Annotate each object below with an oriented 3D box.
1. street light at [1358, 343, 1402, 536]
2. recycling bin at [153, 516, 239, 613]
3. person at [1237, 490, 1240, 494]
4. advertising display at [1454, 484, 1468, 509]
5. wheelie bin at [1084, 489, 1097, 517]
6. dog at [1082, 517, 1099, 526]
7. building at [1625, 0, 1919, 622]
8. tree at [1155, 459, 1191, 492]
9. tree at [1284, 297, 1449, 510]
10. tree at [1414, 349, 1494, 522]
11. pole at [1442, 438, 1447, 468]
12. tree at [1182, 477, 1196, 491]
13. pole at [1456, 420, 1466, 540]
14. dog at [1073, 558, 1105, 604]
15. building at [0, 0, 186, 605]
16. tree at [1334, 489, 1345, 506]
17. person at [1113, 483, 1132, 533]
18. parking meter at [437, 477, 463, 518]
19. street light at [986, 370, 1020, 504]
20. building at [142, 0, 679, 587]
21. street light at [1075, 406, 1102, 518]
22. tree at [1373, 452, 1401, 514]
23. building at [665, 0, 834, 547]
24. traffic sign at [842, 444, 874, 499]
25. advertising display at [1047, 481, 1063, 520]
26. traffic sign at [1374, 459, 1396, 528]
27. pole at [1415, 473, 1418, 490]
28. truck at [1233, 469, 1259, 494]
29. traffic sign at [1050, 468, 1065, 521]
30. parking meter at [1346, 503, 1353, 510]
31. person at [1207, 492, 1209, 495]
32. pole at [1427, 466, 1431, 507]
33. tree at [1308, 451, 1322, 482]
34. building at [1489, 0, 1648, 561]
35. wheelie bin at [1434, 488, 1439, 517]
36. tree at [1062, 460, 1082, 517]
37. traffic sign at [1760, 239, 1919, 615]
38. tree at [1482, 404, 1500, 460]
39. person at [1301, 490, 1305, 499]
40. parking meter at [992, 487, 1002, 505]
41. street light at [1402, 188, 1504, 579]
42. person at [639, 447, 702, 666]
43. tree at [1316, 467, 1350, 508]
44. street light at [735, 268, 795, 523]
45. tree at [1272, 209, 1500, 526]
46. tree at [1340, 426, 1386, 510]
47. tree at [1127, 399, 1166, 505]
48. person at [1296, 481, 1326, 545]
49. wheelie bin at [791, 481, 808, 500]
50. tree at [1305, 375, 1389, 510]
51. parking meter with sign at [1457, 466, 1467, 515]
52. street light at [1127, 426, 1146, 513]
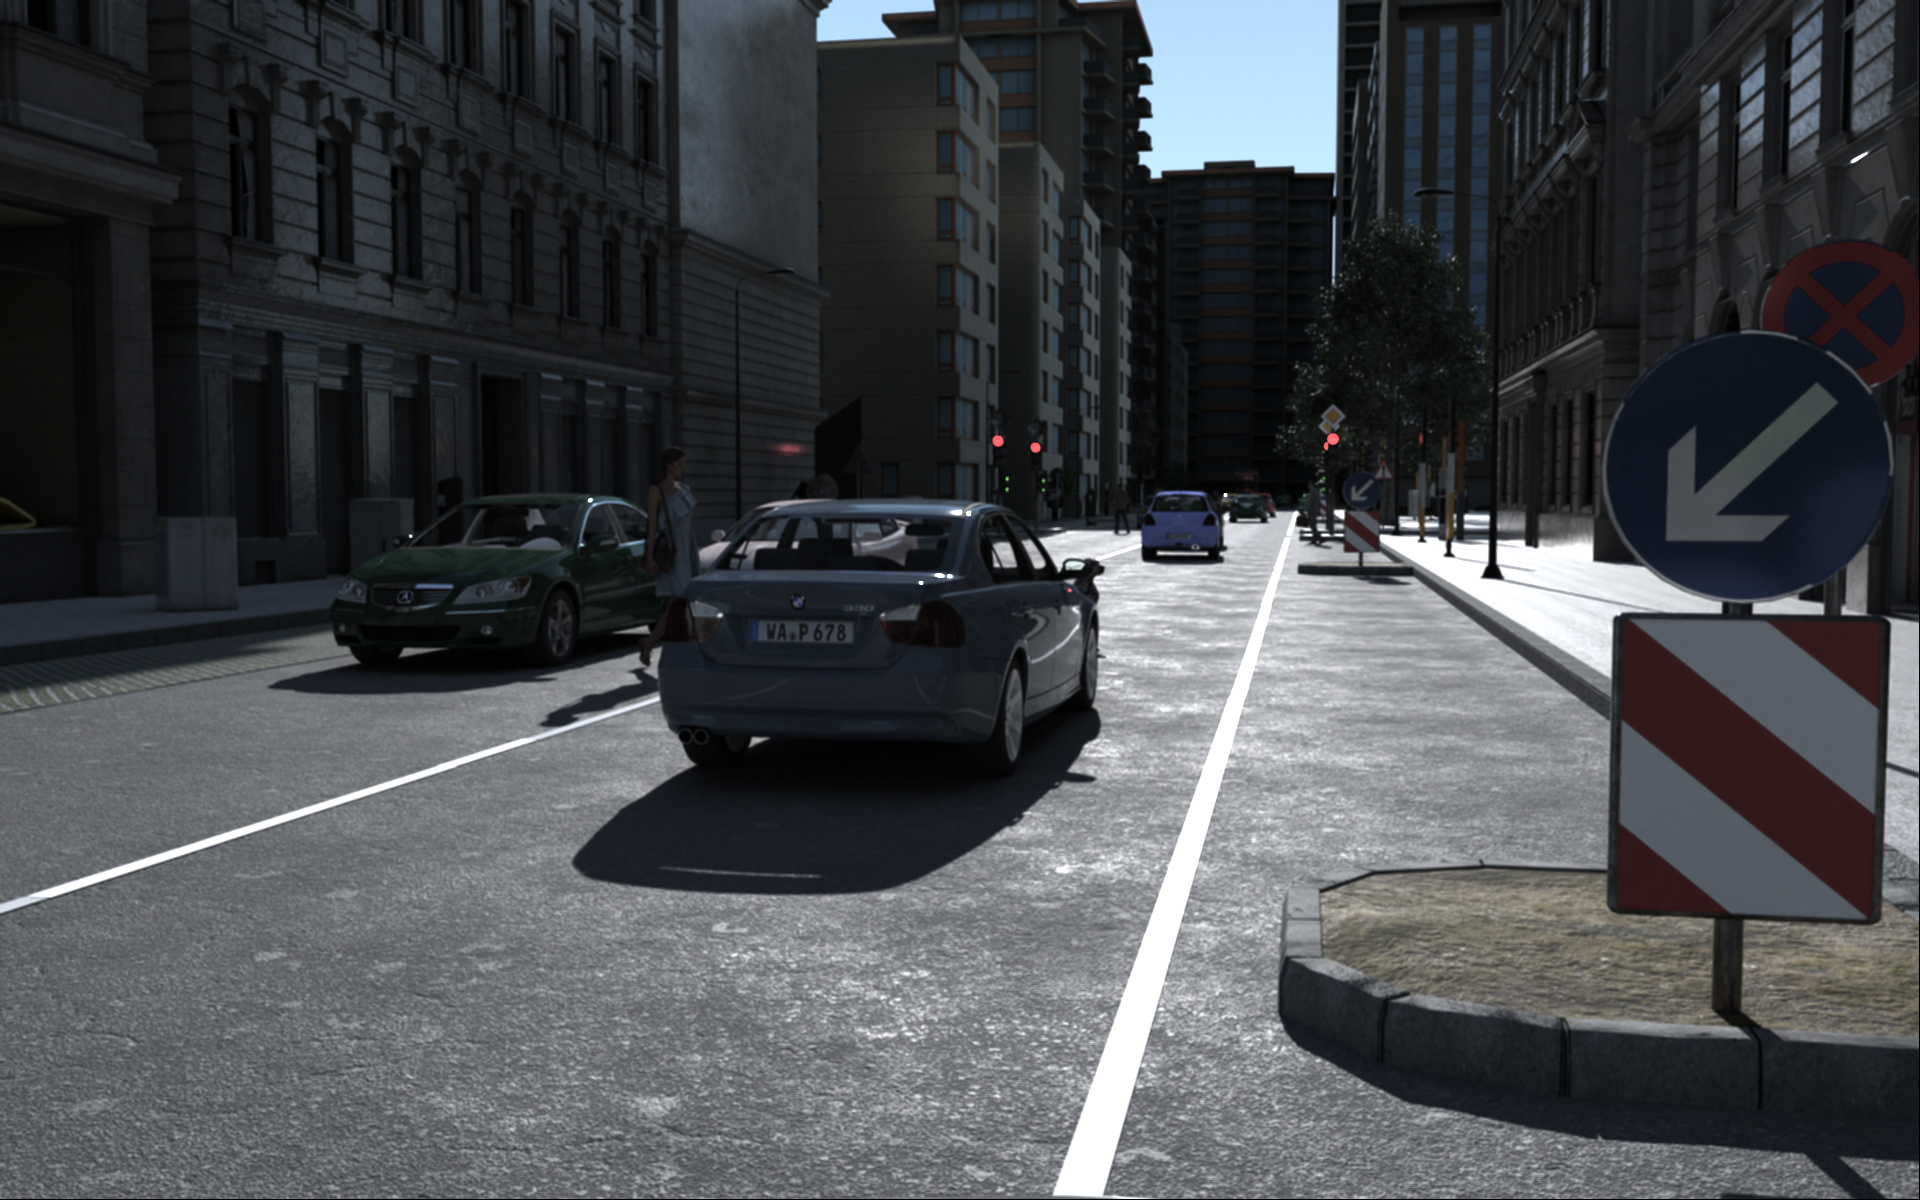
[{"bbox_3d":[12.903,-4.933,53.199,1.470,5.913,1.316,1,4,11],"label":"street light"},{"bbox_3d":[-8.470,-0.406,19.199,0.722,1.027,0.722,-3,4,-36],"label":"recycling bin"},{"bbox_3d":[28.192,-10.182,175.115,0.705,1.807,1.348,0,4,1],"label":"person"},{"bbox_3d":[33.471,-6.770,115.897,0.974,1.923,0.123,2,4,34],"label":"advertising display"},{"bbox_3d":[7.460,-5.555,98.739,0.693,1.594,0.980,-1,4,-11],"label":"wheelie bin"},{"bbox_3d":[5.862,-3.520,77.745,0.550,0.427,0.748,-2,4,-35],"label":"dog"},{"bbox_3d":[15.739,-10.794,18.287,13.314,21.916,24.055,1,4,11],"label":"building"},{"bbox_3d":[19.787,-10.815,160.538,4.285,4.588,4.351,0,3,0],"label":"tree"},{"bbox_3d":[23.512,-11.417,97.036,12.009,13.543,11.850,0,3,0],"label":"tree"},{"bbox_3d":[22.947,-7.922,79.888,4.737,8.622,4.395,0,3,0],"label":"tree"},{"bbox_3d":[17.479,-4.204,62.577,0.158,3.312,0.155,0,3,0],"label":"pole"},{"bbox_3d":[25.266,-11.908,189.289,1.663,3.219,1.824,0,3,0],"label":"tree"},{"bbox_3d":[13.876,-3.311,47.974,0.158,3.312,0.155,0,3,0],"label":"pole"},{"bbox_3d":[1.179,-0.005,16.918,0.513,0.831,0.800,1,4,8],"label":"dog"},{"bbox_3d":[-18.424,-9.317,3.245,10.553,20.767,40.483,1,4,11],"label":"building"},{"bbox_3d":[41.351,-11.840,188.189,1.663,3.219,1.824,0,3,0],"label":"tree"},{"bbox_3d":[5.917,-3.345,63.102,0.656,1.842,0.836,-2,4,-35],"label":"person"},{"bbox_3d":[-7.585,-1.064,25.807,0.372,1.533,0.369,0,3,0],"label":"parking meter"},{"bbox_3d":[1.552,-5.647,64.867,1.470,5.913,1.316,1,4,11],"label":"street light"},{"bbox_3d":[-12.976,-11.197,32.219,9.793,20.994,18.267,1,4,11],"label":"building"},{"bbox_3d":[6.784,-7.280,91.562,1.470,5.913,1.316,1,4,11],"label":"street light"},{"bbox_3d":[19.320,-5.184,79.353,1.663,3.219,1.824,0,3,0],"label":"tree"},{"bbox_3d":[-21.746,-14.119,49.935,34.723,24.649,14.460,1,4,11],"label":"building"},{"bbox_3d":[-2.665,-2.767,45.245,0.884,2.594,0.081,1,4,17],"label":"traffic sign"},{"bbox_3d":[4.761,-4.994,86.869,0.974,1.923,0.123,3,5,42],"label":"advertising display"},{"bbox_3d":[15.795,-3.953,64.629,0.884,2.594,0.081,1,4,17],"label":"traffic sign"},{"bbox_3d":[30.781,-7.517,116.742,0.158,3.312,0.155,0,3,0],"label":"pole"},{"bbox_3d":[32.494,-12.688,196.361,2.839,4.237,11.283,1,4,11],"label":"truck"},{"bbox_3d":[4.670,-5.086,83.263,0.768,2.556,0.104,1,4,18],"label":"traffic sign"},{"bbox_3d":[25.766,-6.658,114.567,0.399,1.863,0.255,2,4,31],"label":"parking meter"},{"bbox_3d":[31.194,-12.795,218.426,0.721,1.735,1.217,-1,4,-23],"label":"person"},{"bbox_3d":[32.241,-7.663,119.140,0.158,3.312,0.155,0,3,0],"label":"pole"},{"bbox_3d":[44.582,-15.920,210.646,4.737,8.622,4.395,0,3,0],"label":"tree"},{"bbox_3d":[18.465,-10.755,40.473,10.561,19.102,19.286,1,4,11],"label":"building"},{"bbox_3d":[26.510,-5.335,95.143,0.980,1.594,0.693,-1,4,-17],"label":"wheelie bin"},{"bbox_3d":[6.077,-6.236,96.559,1.663,3.219,1.824,0,3,0],"label":"tree"},{"bbox_3d":[4.435,-0.530,8.766,0.768,2.556,0.104,1,4,17],"label":"traffic sign"},{"bbox_3d":[36.323,-10.150,116.319,4.360,8.622,3.978,0,3,0],"label":"tree"},{"bbox_3d":[29.954,-8.691,151.143,0.434,1.755,0.990,2,4,27],"label":"person"},{"bbox_3d":[1.417,-3.558,66.584,0.372,1.533,0.369,0,3,0],"label":"parking meter"},{"bbox_3d":[7.600,-3.293,26.386,1.470,5.913,1.316,1,4,11],"label":"street light"},{"bbox_3d":[-2.371,-0.332,14.018,0.778,1.811,0.616,2,4,35],"label":"person"},{"bbox_3d":[35.646,-11.135,165.769,4.285,4.588,4.351,0,3,0],"label":"tree"},{"bbox_3d":[-4.090,-3.875,35.892,1.470,5.913,1.316,1,4,11],"label":"street light"},{"bbox_3d":[17.512,-9.355,69.956,9.611,12.733,9.660,0,3,0],"label":"tree"},{"bbox_3d":[25.091,-9.630,107.813,4.360,8.622,3.978,0,3,0],"label":"tree"},{"bbox_3d":[13.886,-11.245,134.223,4.360,8.622,3.978,0,3,0],"label":"tree"},{"bbox_3d":[9.947,-2.463,48.896,0.853,1.813,0.709,2,4,24],"label":"person"},{"bbox_3d":[-3.584,-2.039,41.247,0.693,1.594,0.980,2,4,28],"label":"wheelie bin"},{"bbox_3d":[30.884,-12.828,135.495,9.928,11.665,9.643,0,3,0],"label":"tree"},{"bbox_3d":[30.921,-6.766,106.891,0.543,3.016,1.738,1,4,18],"label":"parking meter with sign"},{"bbox_3d":[12.014,-8.912,118.257,1.470,5.913,1.316,1,4,11],"label":"street light"}]
